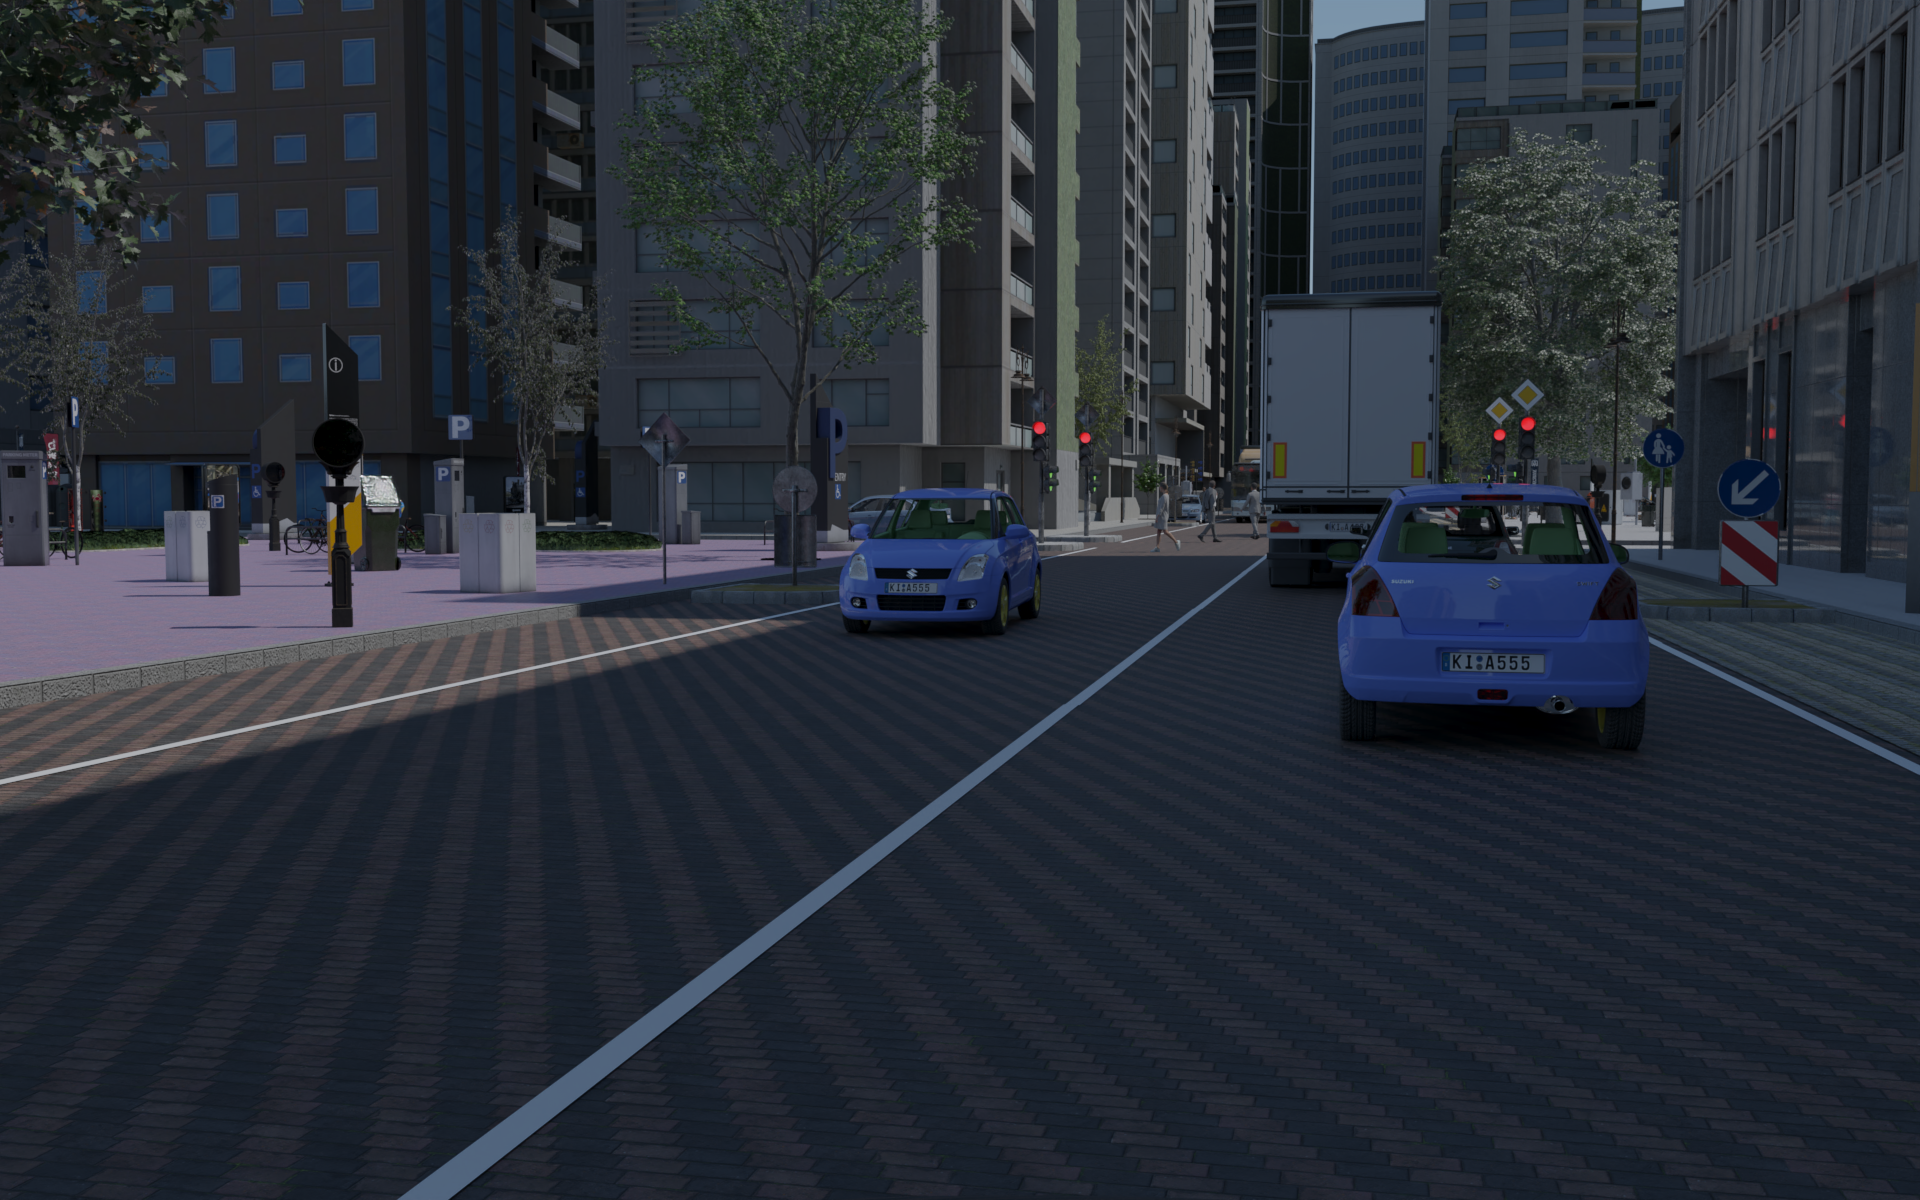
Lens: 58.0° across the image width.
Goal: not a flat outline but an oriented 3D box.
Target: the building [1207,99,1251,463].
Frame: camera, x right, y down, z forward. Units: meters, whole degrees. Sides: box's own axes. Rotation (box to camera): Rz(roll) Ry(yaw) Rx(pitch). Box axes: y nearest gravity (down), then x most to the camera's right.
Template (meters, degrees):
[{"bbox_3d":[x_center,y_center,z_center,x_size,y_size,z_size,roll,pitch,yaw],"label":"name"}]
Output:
[{"bbox_3d":[21.692,-30.088,175.533,14.154,41.232,14.086,1,4,13],"label":"building"}]

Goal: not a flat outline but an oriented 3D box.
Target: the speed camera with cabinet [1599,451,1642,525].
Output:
[{"bbox_3d":[27.554,-4.775,72.400,0.660,3.252,2.038,-1,4,-22],"label":"speed camera with cabinet"}]

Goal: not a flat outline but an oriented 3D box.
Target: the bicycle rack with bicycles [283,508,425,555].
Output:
[{"bbox_3d":[-13.265,-1.460,37.255,2.925,0.926,2.852,1,4,11],"label":"bicycle rack with bicycles"}]

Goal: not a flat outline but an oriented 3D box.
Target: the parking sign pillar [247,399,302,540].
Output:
[{"bbox_3d":[-19.342,-3.688,48.776,1.447,3.967,1.447,1,4,22],"label":"parking sign pillar"}]

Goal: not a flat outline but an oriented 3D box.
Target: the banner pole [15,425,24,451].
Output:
[{"bbox_3d":[-33.983,-4.444,62.680,0.401,3.779,0.863,-3,5,-44],"label":"banner pole"}]

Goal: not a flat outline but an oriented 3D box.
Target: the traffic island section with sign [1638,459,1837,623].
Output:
[{"bbox_3d":[8.898,-0.707,20.185,1.989,1.847,2.006,1,4,13],"label":"traffic island section with sign"}]

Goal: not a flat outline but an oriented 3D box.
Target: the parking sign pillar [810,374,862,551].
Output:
[{"bbox_3d":[-2.968,-3.114,39.389,1.447,3.967,1.447,1,4,17],"label":"parking sign pillar"}]

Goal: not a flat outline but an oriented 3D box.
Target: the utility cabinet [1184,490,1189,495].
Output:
[{"bbox_3d":[13.667,-5.850,104.330,0.318,1.500,1.173,0,4,6],"label":"utility cabinet"}]

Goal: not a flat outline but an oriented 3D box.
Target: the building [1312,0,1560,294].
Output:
[{"bbox_3d":[57.978,-41.111,214.157,28.212,58.520,21.231,1,4,13],"label":"building"}]

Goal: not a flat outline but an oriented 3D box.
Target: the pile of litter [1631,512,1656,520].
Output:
[{"bbox_3d":[33.648,-4.337,84.870,1.719,0.858,1.176,-1,4,-10],"label":"pile of litter"}]

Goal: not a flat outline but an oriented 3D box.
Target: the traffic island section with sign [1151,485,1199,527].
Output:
[{"bbox_3d":[9.634,-4.196,77.227,1.989,1.847,2.006,1,4,13],"label":"traffic island section with sign"}]

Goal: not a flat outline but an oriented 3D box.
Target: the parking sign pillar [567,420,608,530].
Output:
[{"bbox_3d":[-13.447,-4.519,62.364,1.447,3.967,1.447,0,4,8],"label":"parking sign pillar"}]

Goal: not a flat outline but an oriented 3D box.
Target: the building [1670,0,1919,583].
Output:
[{"bbox_3d":[20.432,-12.907,29.059,12.078,24.808,19.932,1,4,13],"label":"building"}]

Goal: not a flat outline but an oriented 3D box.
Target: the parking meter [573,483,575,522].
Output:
[{"bbox_3d":[-17.628,-4.535,79.851,0.255,1.863,0.399,1,4,12],"label":"parking meter"}]

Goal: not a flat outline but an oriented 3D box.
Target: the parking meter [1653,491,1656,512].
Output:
[{"bbox_3d":[42.731,-5.985,106.270,0.372,1.533,0.369,0,3,0],"label":"parking meter"}]

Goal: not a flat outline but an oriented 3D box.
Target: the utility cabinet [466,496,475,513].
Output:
[{"bbox_3d":[-32.034,-6.232,113.051,1.020,1.237,0.306,3,4,36],"label":"utility cabinet"}]

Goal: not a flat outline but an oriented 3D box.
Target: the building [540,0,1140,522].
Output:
[{"bbox_3d":[-7.464,-24.330,89.670,32.217,40.220,23.993,1,4,13],"label":"building"}]

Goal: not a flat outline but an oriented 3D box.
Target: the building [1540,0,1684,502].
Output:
[{"bbox_3d":[85.707,-40.758,208.390,28.212,58.520,21.231,1,4,13],"label":"building"}]

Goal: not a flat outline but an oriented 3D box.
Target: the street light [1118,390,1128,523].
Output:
[{"bbox_3d":[7.220,-6.382,77.133,0.468,5.910,1.993,1,4,13],"label":"street light"}]

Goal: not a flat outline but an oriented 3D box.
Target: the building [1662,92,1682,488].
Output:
[{"bbox_3d":[82.360,-32.449,180.659,14.200,45.320,14.600,1,4,13],"label":"building"}]

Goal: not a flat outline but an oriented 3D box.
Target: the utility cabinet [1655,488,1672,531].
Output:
[{"bbox_3d":[24.190,-3.065,58.786,1.173,1.500,0.318,-1,4,-19],"label":"utility cabinet"}]

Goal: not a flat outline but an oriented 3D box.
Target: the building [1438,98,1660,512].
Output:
[{"bbox_3d":[44.232,-21.987,131.182,14.160,30.474,14.107,1,4,13],"label":"building"}]

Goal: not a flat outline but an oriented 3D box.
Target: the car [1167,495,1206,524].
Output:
[{"bbox_3d":[11.065,-4.448,84.725,2.014,1.417,4.499,1,4,13],"label":"car"}]

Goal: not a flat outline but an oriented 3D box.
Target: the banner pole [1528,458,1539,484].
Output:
[{"bbox_3d":[35.157,-7.124,106.497,0.863,3.779,0.401,0,4,6],"label":"banner pole"}]

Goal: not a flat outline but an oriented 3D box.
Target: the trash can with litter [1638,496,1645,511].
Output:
[{"bbox_3d":[38.156,-5.333,98.244,2.233,1.210,1.678,0,4,2],"label":"trash can with litter"}]

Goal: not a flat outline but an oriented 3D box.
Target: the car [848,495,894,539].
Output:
[{"bbox_3d":[-2.435,-2.335,50.174,4.499,1.417,2.014,1,4,11],"label":"car"}]

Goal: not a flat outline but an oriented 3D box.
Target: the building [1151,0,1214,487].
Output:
[{"bbox_3d":[6.429,-33.833,142.405,28.713,52.752,27.495,1,4,13],"label":"building"}]

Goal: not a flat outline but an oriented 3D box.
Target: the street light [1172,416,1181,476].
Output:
[{"bbox_3d":[12.602,-7.850,101.135,0.468,5.910,1.993,1,4,13],"label":"street light"}]

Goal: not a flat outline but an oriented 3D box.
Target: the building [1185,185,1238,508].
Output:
[{"bbox_3d":[18.408,-23.882,162.176,14.160,30.474,14.107,1,4,13],"label":"building"}]

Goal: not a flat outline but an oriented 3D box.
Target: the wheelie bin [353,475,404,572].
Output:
[{"bbox_3d":[-9.808,-1.285,28.924,0.693,1.594,0.980,3,5,43],"label":"wheelie bin"}]

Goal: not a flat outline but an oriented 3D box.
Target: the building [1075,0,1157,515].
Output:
[{"bbox_3d":[4.463,-41.517,117.058,20.563,71.187,20.611,1,4,13],"label":"building"}]

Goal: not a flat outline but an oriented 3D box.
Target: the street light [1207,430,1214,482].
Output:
[{"bbox_3d":[18.096,-9.335,125.422,0.468,5.910,1.993,1,4,13],"label":"street light"}]

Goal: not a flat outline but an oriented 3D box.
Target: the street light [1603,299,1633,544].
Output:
[{"bbox_3d":[15.587,-4.181,41.147,0.468,5.910,1.993,1,4,13],"label":"street light"}]

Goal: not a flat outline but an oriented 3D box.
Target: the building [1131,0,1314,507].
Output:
[{"bbox_3d":[33.663,-47.739,218.788,20.611,71.187,20.563,1,4,13],"label":"building"}]

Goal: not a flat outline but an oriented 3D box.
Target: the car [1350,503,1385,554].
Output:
[{"bbox_3d":[5.694,-0.671,20.755,2.009,1.686,4.222,1,4,13],"label":"car"}]

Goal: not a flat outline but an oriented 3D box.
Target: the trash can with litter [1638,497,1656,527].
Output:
[{"bbox_3d":[27.009,-3.428,67.431,1.055,1.170,0.624,0,4,0],"label":"trash can with litter"}]

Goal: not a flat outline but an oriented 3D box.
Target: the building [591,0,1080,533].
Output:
[{"bbox_3d":[-3.731,-23.092,61.156,14.154,41.232,14.086,1,4,13],"label":"building"}]

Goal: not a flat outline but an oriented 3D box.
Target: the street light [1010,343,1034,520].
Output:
[{"bbox_3d":[1.921,-4.928,53.361,0.468,5.910,1.993,1,4,13],"label":"street light"}]

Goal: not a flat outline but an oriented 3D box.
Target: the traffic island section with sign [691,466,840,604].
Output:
[{"bbox_3d":[-2.373,-0.910,23.500,1.989,1.847,2.006,1,4,13],"label":"traffic island section with sign"}]

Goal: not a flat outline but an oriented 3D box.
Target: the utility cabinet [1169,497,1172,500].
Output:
[{"bbox_3d":[13.286,-6.013,109.481,0.306,1.237,1.020,-1,4,-15],"label":"utility cabinet"}]

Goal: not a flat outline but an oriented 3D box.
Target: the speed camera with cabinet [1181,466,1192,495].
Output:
[{"bbox_3d":[16.518,-7.752,121.078,2.038,3.252,0.660,1,4,22],"label":"speed camera with cabinet"}]

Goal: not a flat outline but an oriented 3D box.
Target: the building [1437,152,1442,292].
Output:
[{"bbox_3d":[47.042,-22.831,144.984,14.160,30.474,14.107,1,4,13],"label":"building"}]

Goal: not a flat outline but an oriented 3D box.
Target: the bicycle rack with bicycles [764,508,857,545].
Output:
[{"bbox_3d":[-3.653,-1.883,44.172,2.852,0.926,2.925,1,4,16],"label":"bicycle rack with bicycles"}]

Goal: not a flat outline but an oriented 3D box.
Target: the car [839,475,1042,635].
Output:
[{"bbox_3d":[-0.148,-0.568,18.872,1.945,1.707,3.694,1,4,11],"label":"car"}]

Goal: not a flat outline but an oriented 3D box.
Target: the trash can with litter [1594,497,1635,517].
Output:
[{"bbox_3d":[33.107,-4.761,88.902,2.233,1.210,1.678,-2,4,-31],"label":"trash can with litter"}]

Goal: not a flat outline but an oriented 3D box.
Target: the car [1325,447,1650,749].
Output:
[{"bbox_3d":[3.330,-0.096,11.160,1.945,1.707,3.694,1,4,13],"label":"car"}]

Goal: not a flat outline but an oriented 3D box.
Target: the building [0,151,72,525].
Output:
[{"bbox_3d":[-51.753,-32.710,76.810,28.212,58.520,21.231,1,4,13],"label":"building"}]

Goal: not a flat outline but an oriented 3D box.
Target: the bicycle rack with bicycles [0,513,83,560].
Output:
[{"bbox_3d":[-18.460,-1.235,33.574,2.852,0.926,2.925,2,4,34],"label":"bicycle rack with bicycles"}]

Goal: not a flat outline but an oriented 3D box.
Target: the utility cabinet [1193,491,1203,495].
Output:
[{"bbox_3d":[16.780,-6.813,120.070,1.173,1.500,0.318,1,4,23],"label":"utility cabinet"}]

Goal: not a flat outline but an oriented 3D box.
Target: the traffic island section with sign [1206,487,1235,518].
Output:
[{"bbox_3d":[15.503,-5.805,103.538,1.989,1.847,2.006,1,4,13],"label":"traffic island section with sign"}]

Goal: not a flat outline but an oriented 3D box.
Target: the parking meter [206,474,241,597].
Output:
[{"bbox_3d":[-9.282,-0.820,21.816,0.372,1.533,0.369,0,3,0],"label":"parking meter"}]

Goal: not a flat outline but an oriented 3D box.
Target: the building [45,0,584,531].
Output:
[{"bbox_3d":[-24.234,-25.464,66.451,14.200,45.320,14.600,1,4,13],"label":"building"}]
